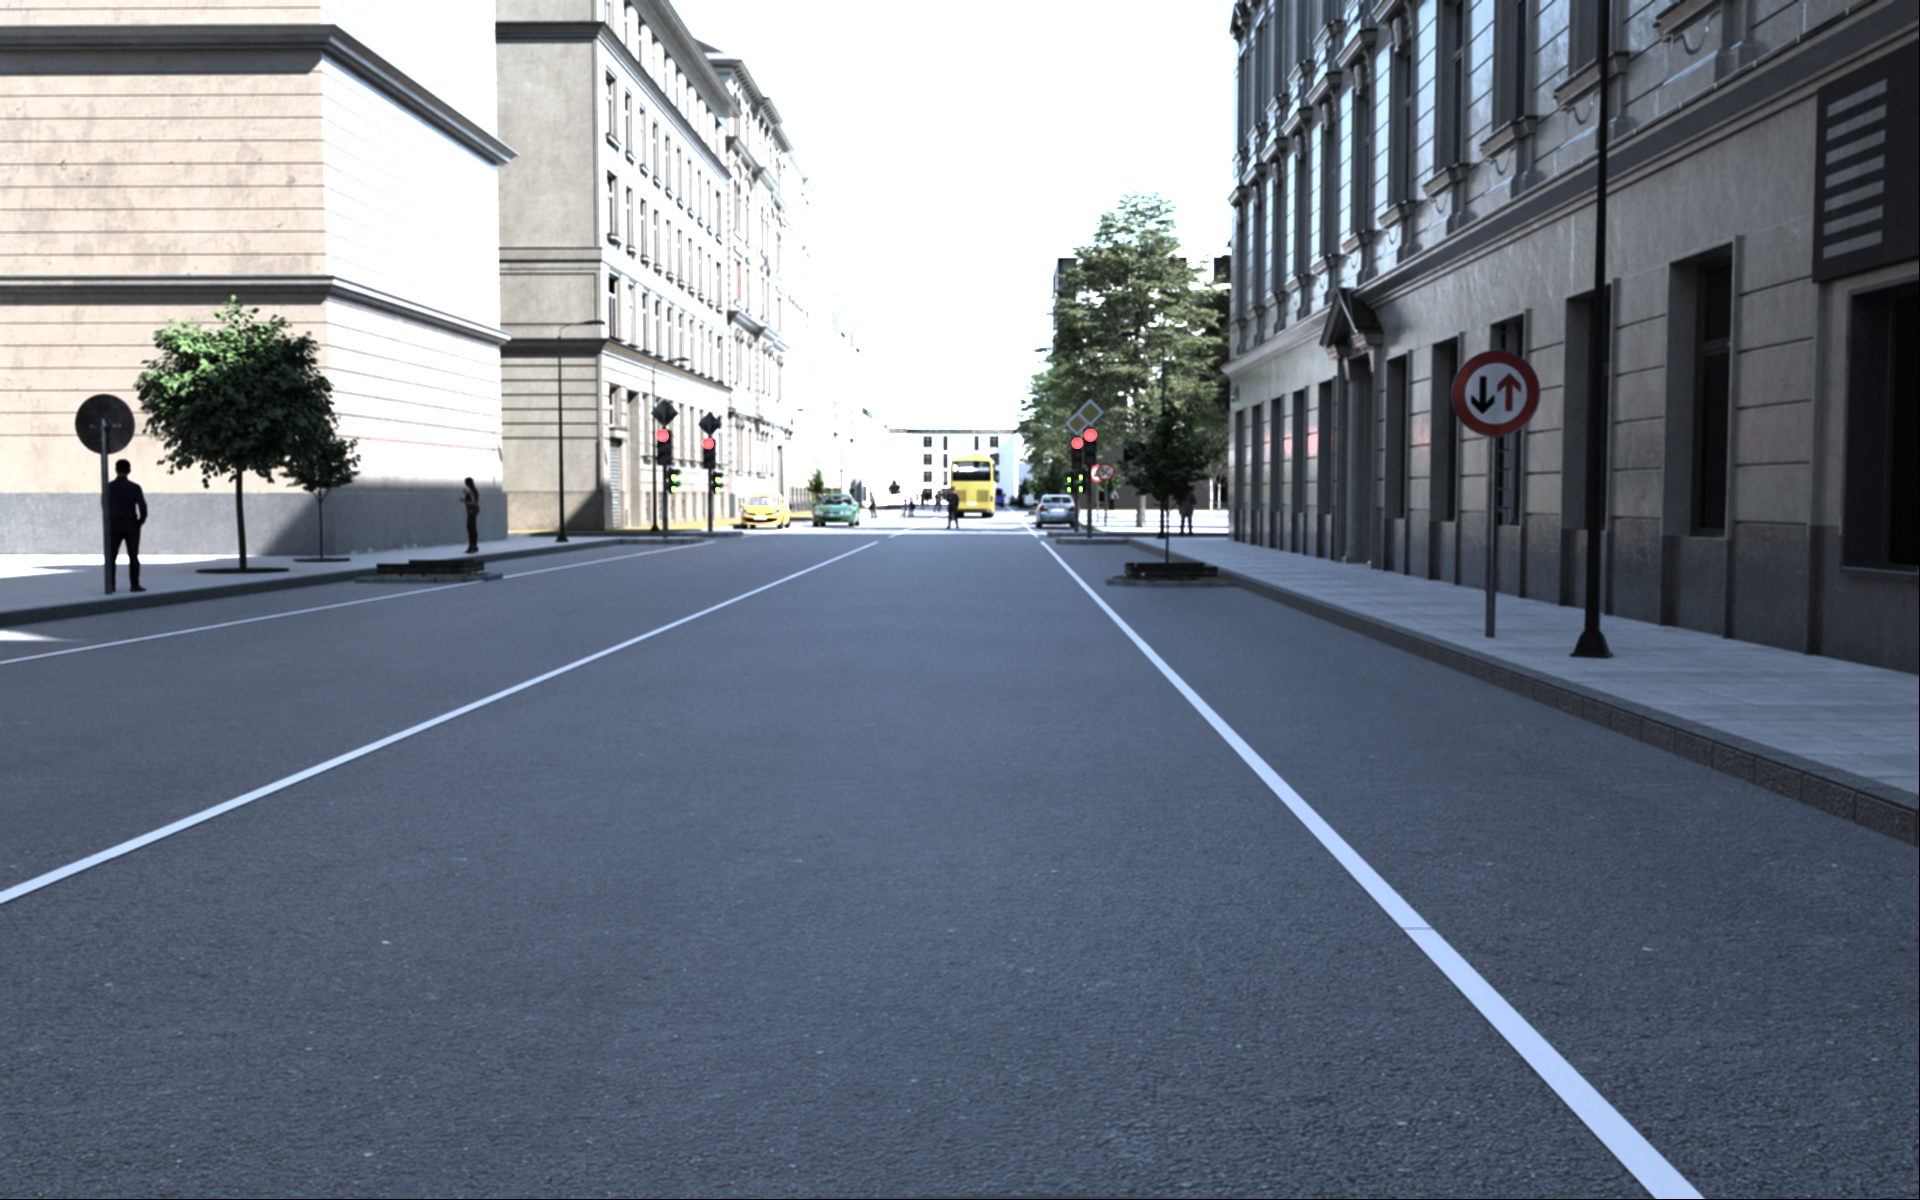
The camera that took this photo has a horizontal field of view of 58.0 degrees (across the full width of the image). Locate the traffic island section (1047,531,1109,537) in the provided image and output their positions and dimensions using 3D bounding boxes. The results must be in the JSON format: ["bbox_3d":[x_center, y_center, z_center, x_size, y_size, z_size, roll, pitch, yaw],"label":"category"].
[{"bbox_3d":[3.956,-2.212,58.451,2.009,0.180,2.903,0,4,1],"label":"traffic island section"}]

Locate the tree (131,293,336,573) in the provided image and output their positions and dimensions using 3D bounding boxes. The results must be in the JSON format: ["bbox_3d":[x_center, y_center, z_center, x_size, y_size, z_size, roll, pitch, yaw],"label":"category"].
[{"bbox_3d":[-11.901,-2.747,28.627,4.285,4.588,4.351,0,3,0],"label":"tree"}]

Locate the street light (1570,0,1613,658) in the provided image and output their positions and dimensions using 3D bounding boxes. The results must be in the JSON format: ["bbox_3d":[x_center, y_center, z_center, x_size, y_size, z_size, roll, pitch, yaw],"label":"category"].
[{"bbox_3d":[4.460,-2.508,13.551,1.470,5.913,1.316,0,4,1],"label":"street light"}]

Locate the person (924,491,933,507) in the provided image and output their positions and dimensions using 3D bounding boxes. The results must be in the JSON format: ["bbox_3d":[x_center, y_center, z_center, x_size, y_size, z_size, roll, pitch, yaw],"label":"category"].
[{"bbox_3d":[-3.647,-11.324,194.170,1.217,1.766,0.721,1,4,21],"label":"person"}]

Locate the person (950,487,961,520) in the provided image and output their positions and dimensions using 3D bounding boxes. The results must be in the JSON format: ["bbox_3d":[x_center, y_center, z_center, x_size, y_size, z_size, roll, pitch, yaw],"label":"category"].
[{"bbox_3d":[-0.228,-5.244,94.112,0.599,1.838,0.709,0,4,-2],"label":"person"}]

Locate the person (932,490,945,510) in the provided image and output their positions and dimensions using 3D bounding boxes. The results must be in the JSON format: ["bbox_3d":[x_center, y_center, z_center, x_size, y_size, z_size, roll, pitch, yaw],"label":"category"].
[{"bbox_3d":[-1.905,-9.067,156.846,1.348,1.812,0.705,-2,4,-35],"label":"person"}]

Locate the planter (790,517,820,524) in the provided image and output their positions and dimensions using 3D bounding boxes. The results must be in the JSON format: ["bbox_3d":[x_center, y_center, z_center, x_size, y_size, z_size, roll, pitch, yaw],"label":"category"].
[{"bbox_3d":[-7.651,-3.804,83.342,1.991,0.319,1.994,0,4,1],"label":"planter"}]

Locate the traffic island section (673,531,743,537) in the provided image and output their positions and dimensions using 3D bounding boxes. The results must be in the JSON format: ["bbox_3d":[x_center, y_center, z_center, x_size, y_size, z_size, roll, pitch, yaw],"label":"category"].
[{"bbox_3d":[-8.482,-2.228,58.709,2.009,0.180,2.903,0,4,1],"label":"traffic island section"}]

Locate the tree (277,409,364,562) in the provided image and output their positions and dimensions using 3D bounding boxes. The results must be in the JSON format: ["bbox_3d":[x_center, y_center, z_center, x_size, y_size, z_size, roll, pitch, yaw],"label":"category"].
[{"bbox_3d":[-12.330,-2.349,33.008,1.663,3.219,1.824,0,3,0],"label":"tree"}]

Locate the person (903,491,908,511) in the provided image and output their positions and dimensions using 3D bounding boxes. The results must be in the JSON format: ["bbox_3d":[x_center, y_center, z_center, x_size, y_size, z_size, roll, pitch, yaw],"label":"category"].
[{"bbox_3d":[-4.724,-8.515,148.662,0.436,1.711,0.756,3,4,38],"label":"person"}]

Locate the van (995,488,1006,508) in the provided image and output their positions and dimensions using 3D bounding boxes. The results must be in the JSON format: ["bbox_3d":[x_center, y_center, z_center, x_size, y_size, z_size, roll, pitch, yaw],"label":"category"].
[{"bbox_3d":[3.750,-11.088,185.676,2.240,2.365,5.245,0,4,2],"label":"van"}]

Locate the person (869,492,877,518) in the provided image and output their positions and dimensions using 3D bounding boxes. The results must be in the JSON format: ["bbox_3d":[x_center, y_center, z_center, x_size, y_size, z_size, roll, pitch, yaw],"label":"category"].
[{"bbox_3d":[-5.127,-5.593,102.165,0.590,1.554,0.614,-2,4,-24],"label":"person"}]

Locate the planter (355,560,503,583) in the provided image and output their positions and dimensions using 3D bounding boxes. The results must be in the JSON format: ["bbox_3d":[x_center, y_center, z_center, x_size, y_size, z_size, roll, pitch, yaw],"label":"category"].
[{"bbox_3d":[-8.764,-0.476,28.916,1.991,0.319,1.994,0,4,1],"label":"planter"}]

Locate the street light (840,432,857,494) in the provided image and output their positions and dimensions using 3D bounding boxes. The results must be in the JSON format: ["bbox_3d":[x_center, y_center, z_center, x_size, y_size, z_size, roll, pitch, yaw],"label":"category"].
[{"bbox_3d":[-8.424,-9.622,129.868,1.470,5.913,1.316,0,4,1],"label":"street light"}]

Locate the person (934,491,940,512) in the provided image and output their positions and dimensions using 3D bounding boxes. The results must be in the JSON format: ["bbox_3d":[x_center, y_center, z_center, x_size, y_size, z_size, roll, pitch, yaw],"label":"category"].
[{"bbox_3d":[-1.793,-7.801,136.969,0.530,1.710,0.541,-2,4,-25],"label":"person"}]

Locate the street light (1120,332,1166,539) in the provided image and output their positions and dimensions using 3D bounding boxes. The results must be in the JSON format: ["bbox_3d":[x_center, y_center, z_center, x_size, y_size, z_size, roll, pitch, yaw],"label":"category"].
[{"bbox_3d":[5.281,-4.721,49.726,1.470,5.913,1.316,0,4,1],"label":"street light"}]

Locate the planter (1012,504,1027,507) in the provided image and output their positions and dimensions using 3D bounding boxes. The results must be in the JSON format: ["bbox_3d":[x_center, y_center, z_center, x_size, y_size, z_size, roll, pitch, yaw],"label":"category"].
[{"bbox_3d":[6.609,-10.214,188.145,1.991,0.319,1.994,0,4,1],"label":"planter"}]

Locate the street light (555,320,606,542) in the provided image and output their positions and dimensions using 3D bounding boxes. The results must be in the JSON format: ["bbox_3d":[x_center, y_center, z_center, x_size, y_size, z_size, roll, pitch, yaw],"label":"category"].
[{"bbox_3d":[-10.132,-4.509,46.265,1.470,5.913,1.316,0,4,1],"label":"street light"}]

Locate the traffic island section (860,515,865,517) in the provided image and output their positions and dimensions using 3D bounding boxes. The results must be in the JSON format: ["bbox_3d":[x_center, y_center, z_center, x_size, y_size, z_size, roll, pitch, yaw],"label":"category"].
[{"bbox_3d":[-7.110,-5.349,110.319,1.991,0.108,1.994,0,4,1],"label":"traffic island section"}]

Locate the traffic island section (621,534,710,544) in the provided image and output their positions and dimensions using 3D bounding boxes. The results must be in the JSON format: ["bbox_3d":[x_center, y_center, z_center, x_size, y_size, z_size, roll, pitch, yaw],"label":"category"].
[{"bbox_3d":[-8.646,-1.740,50.726,2.009,0.180,2.903,0,4,1],"label":"traffic island section"}]

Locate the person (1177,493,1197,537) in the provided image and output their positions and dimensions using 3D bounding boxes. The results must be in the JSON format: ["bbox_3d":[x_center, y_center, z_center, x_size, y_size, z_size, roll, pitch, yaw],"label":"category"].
[{"bbox_3d":[6.994,-2.703,53.512,0.655,1.722,0.431,1,4,12],"label":"person"}]

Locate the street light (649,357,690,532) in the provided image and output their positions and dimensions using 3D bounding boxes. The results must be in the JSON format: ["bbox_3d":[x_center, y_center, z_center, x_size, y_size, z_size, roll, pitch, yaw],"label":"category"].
[{"bbox_3d":[-9.878,-5.286,58.969,1.470,5.913,1.316,0,4,1],"label":"street light"}]

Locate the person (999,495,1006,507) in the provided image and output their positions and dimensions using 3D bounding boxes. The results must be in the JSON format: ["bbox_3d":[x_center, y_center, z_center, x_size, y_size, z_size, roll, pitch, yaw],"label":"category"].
[{"bbox_3d":[4.522,-11.187,192.135,1.217,1.735,0.721,2,4,29],"label":"person"}]

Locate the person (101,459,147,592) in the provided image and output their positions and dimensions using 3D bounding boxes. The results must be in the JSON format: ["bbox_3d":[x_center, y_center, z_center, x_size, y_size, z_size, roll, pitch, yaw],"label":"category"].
[{"bbox_3d":[-10.983,-0.982,22.805,0.576,1.737,0.504,-1,4,-16],"label":"person"}]

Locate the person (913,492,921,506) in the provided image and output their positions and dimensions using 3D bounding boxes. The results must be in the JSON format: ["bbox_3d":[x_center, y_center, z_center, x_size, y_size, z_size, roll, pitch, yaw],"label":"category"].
[{"bbox_3d":[-5.199,-12.310,210.492,1.217,1.735,0.721,-2,4,-25],"label":"person"}]

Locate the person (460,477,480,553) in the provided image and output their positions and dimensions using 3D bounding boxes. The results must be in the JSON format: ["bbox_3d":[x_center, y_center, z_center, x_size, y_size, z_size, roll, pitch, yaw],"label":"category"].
[{"bbox_3d":[-10.645,-1.836,37.527,0.593,1.643,0.415,3,4,38],"label":"person"}]

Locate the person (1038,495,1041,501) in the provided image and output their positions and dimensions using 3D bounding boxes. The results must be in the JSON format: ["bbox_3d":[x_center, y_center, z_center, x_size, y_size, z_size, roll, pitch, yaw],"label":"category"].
[{"bbox_3d":[8.630,-11.091,187.466,0.705,1.814,1.350,-1,4,-9],"label":"person"}]

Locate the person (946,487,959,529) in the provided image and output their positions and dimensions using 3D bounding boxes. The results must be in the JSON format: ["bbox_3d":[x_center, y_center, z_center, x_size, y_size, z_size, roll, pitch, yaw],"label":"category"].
[{"bbox_3d":[-0.321,-3.824,71.941,0.541,1.710,0.530,1,4,23],"label":"person"}]

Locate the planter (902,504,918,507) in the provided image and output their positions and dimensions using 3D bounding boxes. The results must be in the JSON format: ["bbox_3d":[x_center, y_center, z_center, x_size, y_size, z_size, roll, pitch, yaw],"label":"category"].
[{"bbox_3d":[-5.525,-10.183,187.630,1.991,0.319,1.994,0,4,1],"label":"planter"}]

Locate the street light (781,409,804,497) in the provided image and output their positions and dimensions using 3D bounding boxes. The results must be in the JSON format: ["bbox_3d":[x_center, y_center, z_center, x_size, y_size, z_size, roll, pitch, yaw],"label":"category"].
[{"bbox_3d":[-9.163,-7.454,94.419,1.470,5.913,1.316,0,4,1],"label":"street light"}]

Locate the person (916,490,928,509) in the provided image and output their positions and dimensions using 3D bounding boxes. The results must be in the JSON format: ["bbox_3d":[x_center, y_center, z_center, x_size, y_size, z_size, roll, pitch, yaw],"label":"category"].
[{"bbox_3d":[-3.642,-9.723,167.476,1.348,1.824,0.705,-3,4,-36],"label":"person"}]

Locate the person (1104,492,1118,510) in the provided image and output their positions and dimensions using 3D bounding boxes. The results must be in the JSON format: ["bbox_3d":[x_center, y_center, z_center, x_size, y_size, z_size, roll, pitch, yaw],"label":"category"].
[{"bbox_3d":[12.053,-8.037,137.438,1.348,1.826,0.705,3,5,40],"label":"person"}]

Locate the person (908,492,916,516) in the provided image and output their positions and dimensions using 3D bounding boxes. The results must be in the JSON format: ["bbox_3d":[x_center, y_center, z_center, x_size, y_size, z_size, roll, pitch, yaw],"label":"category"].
[{"bbox_3d":[-3.160,-6.232,112.611,0.590,1.554,0.614,-2,4,-26],"label":"person"}]

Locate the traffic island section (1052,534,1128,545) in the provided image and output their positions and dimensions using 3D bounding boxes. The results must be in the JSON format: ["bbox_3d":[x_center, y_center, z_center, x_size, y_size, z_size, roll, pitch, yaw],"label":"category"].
[{"bbox_3d":[3.793,-1.724,50.467,2.009,0.180,2.903,0,4,1],"label":"traffic island section"}]

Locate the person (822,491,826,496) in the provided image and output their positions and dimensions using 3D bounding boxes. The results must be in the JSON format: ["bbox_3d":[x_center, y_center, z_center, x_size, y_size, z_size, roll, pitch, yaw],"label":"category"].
[{"bbox_3d":[-10.385,-7.574,132.351,0.387,1.526,0.523,0,4,5],"label":"person"}]

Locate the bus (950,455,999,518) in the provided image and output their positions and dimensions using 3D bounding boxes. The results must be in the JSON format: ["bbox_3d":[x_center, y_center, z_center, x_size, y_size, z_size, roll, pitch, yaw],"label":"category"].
[{"bbox_3d":[0.880,-7.085,107.385,2.896,3.916,12.252,0,4,2],"label":"bus"}]

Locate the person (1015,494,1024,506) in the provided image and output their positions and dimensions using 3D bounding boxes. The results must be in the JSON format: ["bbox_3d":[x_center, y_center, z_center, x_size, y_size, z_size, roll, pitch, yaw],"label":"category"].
[{"bbox_3d":[6.171,-10.350,177.690,0.705,1.831,1.348,-3,5,-39],"label":"person"}]

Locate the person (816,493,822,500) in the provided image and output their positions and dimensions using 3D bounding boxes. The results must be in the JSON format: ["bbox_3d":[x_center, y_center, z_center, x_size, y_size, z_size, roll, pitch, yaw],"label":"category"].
[{"bbox_3d":[-9.724,-6.772,120.002,0.421,1.427,0.697,1,4,18],"label":"person"}]
